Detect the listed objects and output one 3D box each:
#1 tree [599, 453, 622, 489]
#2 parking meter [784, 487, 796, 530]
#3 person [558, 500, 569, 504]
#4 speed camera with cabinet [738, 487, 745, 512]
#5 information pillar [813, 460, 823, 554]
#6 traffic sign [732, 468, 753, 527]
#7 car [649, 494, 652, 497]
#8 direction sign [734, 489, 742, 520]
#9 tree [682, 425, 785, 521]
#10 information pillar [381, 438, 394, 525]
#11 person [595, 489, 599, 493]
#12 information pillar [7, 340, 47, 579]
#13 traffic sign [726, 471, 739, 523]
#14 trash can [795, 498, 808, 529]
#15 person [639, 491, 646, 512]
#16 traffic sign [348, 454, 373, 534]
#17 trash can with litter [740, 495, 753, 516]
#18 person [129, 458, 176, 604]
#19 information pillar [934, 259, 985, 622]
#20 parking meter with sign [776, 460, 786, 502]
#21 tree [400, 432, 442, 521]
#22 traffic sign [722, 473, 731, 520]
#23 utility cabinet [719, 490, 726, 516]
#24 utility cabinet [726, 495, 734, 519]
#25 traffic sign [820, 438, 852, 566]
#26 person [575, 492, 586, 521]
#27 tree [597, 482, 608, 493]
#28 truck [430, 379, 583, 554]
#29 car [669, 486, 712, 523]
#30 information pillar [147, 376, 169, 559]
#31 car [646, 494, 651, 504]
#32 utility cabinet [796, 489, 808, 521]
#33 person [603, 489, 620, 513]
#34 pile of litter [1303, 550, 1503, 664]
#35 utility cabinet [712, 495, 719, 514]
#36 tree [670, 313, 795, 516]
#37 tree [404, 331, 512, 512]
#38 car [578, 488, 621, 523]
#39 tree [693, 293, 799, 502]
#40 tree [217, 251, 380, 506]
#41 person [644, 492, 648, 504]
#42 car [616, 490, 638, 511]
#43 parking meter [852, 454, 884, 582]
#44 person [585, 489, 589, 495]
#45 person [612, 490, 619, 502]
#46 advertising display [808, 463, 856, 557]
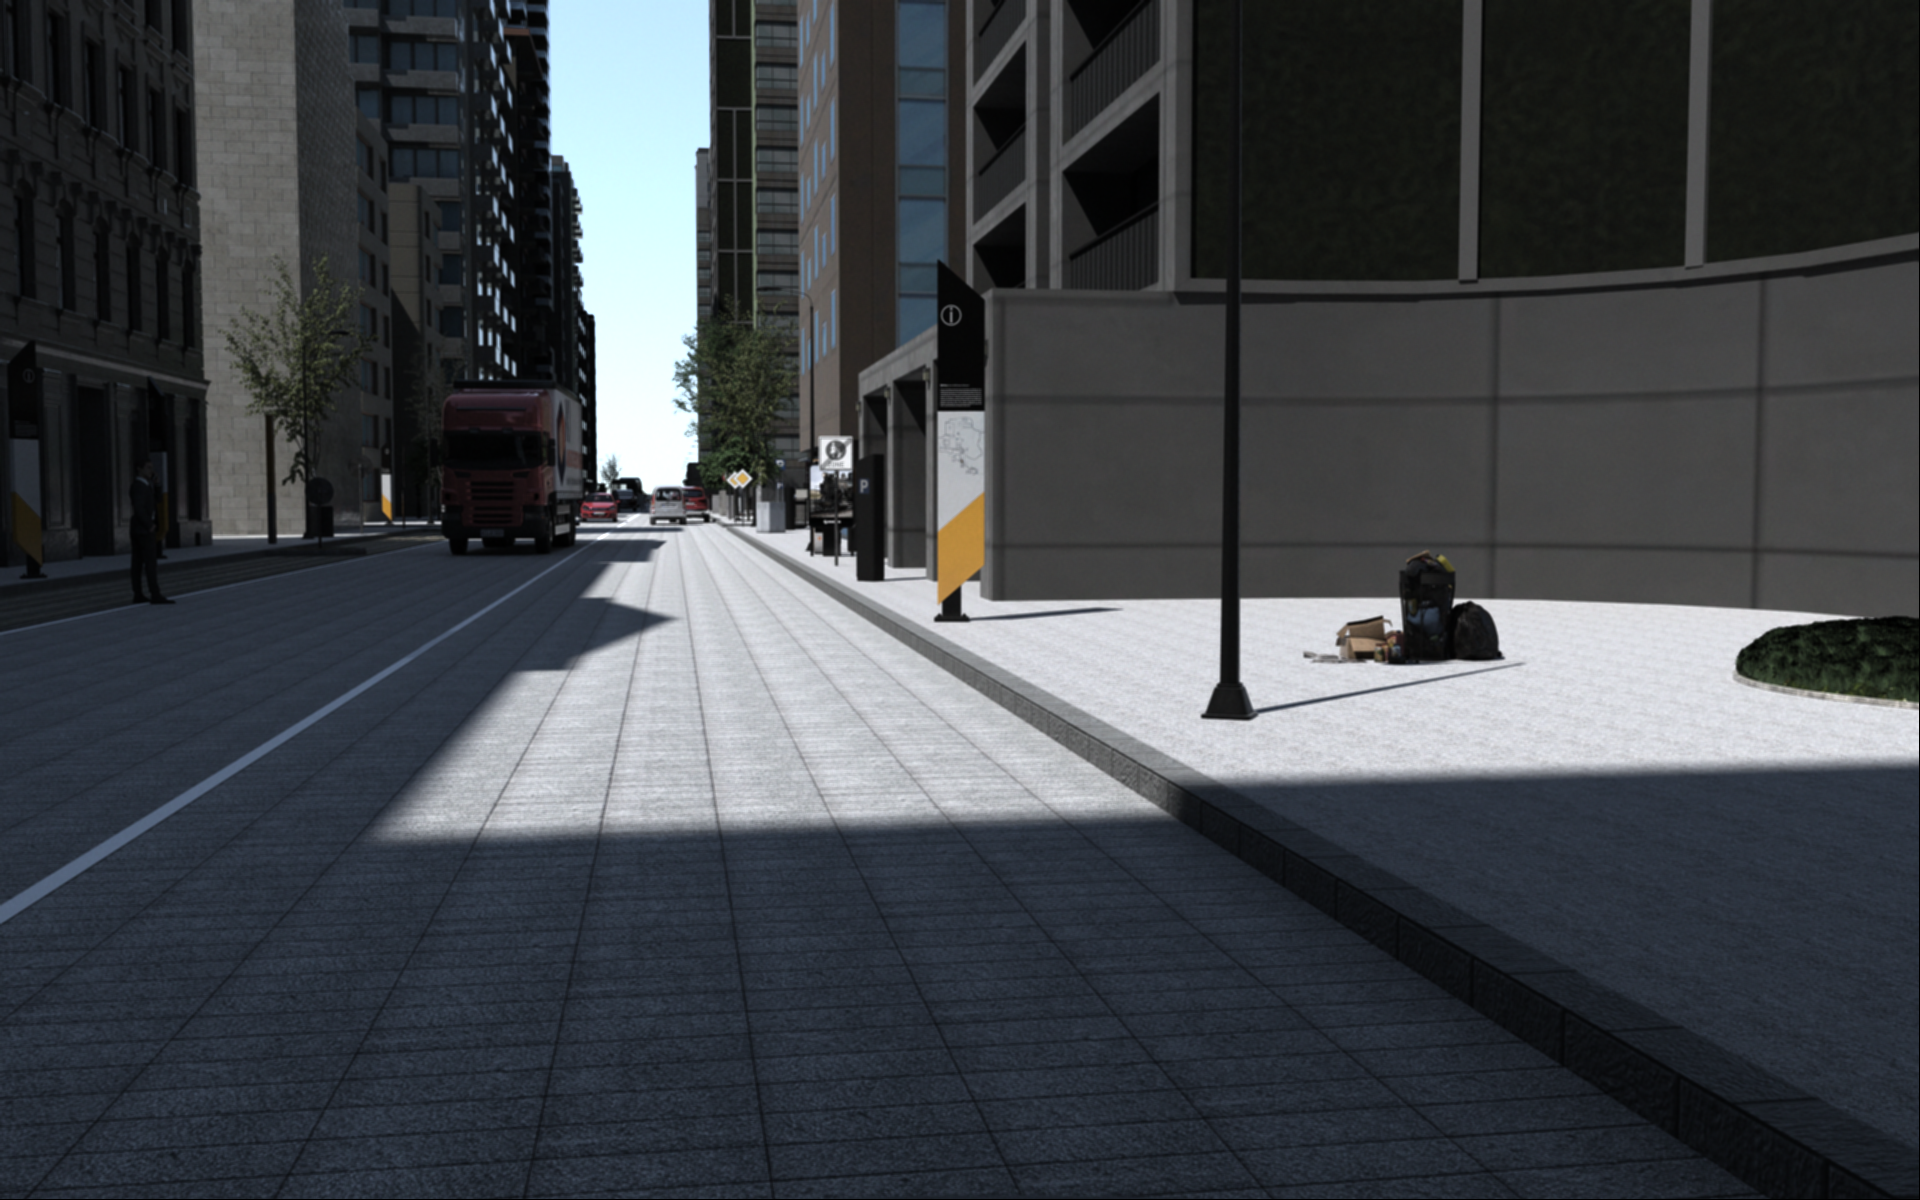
[{"bbox_3d":[-61.096,-21.577,303.143,4.737,8.622,4.395,0,3,0],"label":"tree"},{"bbox_3d":[-6.070,-3.262,61.750,0.372,1.533,0.369,0,3,0],"label":"parking meter"},{"bbox_3d":[-17.856,-4.218,77.633,0.590,1.801,0.661,3,5,42],"label":"person"},{"bbox_3d":[-15.439,-7.766,121.308,0.660,3.252,2.038,0,4,-4],"label":"speed camera with cabinet"},{"bbox_3d":[-2.930,-1.988,37.001,0.304,2.012,0.304,2,4,24],"label":"information pillar"},{"bbox_3d":[-8.508,-3.927,67.848,0.795,2.450,0.064,-1,4,-9],"label":"traffic sign"},{"bbox_3d":[-54.062,-17.757,300.105,2.009,1.686,4.222,0,4,-8],"label":"car"},{"bbox_3d":[-10.945,-5.706,85.290,0.379,3.537,0.876,-2,4,-35],"label":"direction sign"},{"bbox_3d":[-10.116,-6.026,82.239,4.285,4.588,4.351,0,3,0],"label":"tree"},{"bbox_3d":[-24.073,-4.979,72.768,0.504,3.616,0.183,2,4,24],"label":"information pillar"},{"bbox_3d":[-21.753,-5.805,104.248,0.643,1.720,0.563,1,4,14],"label":"person"},{"bbox_3d":[-14.125,-2.130,26.178,0.183,3.616,0.504,1,4,16],"label":"information pillar"},{"bbox_3d":[-9.824,-4.409,75.725,0.795,2.450,0.064,-1,4,-9],"label":"traffic sign"},{"bbox_3d":[-5.996,-3.231,64.485,0.748,1.137,0.748,0,3,0],"label":"trash can"},{"bbox_3d":[-24.781,-7.692,135.269,0.512,1.701,0.522,0,4,-6],"label":"person"},{"bbox_3d":[-19.247,-3.397,55.641,0.768,2.556,0.104,0,4,-8],"label":"traffic sign"},{"bbox_3d":[-12.761,-5.693,104.146,1.678,1.210,2.233,-3,4,-39],"label":"trash can with litter"},{"bbox_3d":[-10.628,-0.908,22.709,0.474,1.900,0.648,-3,4,-38],"label":"person"},{"bbox_3d":[-0.002,-1.589,17.340,0.504,3.616,0.183,0,4,3],"label":"information pillar"},{"bbox_3d":[-9.176,-5.644,88.537,0.543,3.016,1.738,0,4,-5],"label":"parking meter with sign"},{"bbox_3d":[-25.494,-6.159,84.416,4.285,4.588,4.351,0,3,0],"label":"tree"},{"bbox_3d":[-11.424,-5.252,85.981,0.768,2.556,0.104,0,4,-5],"label":"traffic sign"},{"bbox_3d":[-13.981,-5.706,101.964,0.318,1.500,1.173,-1,4,-14],"label":"utility cabinet"},{"bbox_3d":[-12.006,-4.849,90.445,0.306,1.237,1.020,-1,4,-13],"label":"utility cabinet"},{"bbox_3d":[-2.207,-1.758,30.866,0.606,2.300,0.079,0,4,-1],"label":"traffic sign"},{"bbox_3d":[-19.978,-5.083,91.392,0.659,1.850,0.755,-1,4,-19],"label":"person"},{"bbox_3d":[-56.122,-16.985,272.312,1.663,3.219,1.824,0,3,0],"label":"tree"},{"bbox_3d":[-11.463,-3.419,44.810,2.839,4.237,11.283,0,4,-8],"label":"truck"},{"bbox_3d":[-13.762,-4.862,88.173,2.281,1.827,5.304,-1,4,-8],"label":"car"},{"bbox_3d":[-15.851,-2.622,34.228,0.504,3.616,0.183,2,4,35],"label":"information pillar"},{"bbox_3d":[-47.005,-15.069,258.170,2.131,1.459,4.920,-1,4,-11],"label":"car"},{"bbox_3d":[-7.363,-4.481,81.949,0.318,1.500,1.173,-2,4,-32],"label":"utility cabinet"},{"bbox_3d":[-26.612,-7.533,131.883,1.509,1.804,0.699,-2,4,-25],"label":"person"},{"bbox_3d":[3.489,0.023,13.594,1.719,0.858,1.176,0,4,-3],"label":"pile of litter"},{"bbox_3d":[-15.839,-6.303,114.216,1.020,1.237,0.306,0,4,-7],"label":"utility cabinet"},{"bbox_3d":[-13.152,-10.676,100.313,9.928,11.665,9.643,0,3,0],"label":"tree"},{"bbox_3d":[-23.557,-7.891,79.378,4.360,8.622,3.978,0,3,0],"label":"tree"},{"bbox_3d":[-18.395,-4.850,88.344,2.155,1.783,4.494,-1,4,-11],"label":"car"},{"bbox_3d":[-7.442,-6.861,62.541,4.737,8.622,4.395,0,3,0],"label":"tree"},{"bbox_3d":[-19.622,-6.203,51.775,4.737,8.622,4.395,0,3,0],"label":"tree"},{"bbox_3d":[-44.436,-14.385,244.244,0.990,1.755,0.434,1,4,16],"label":"person"},{"bbox_3d":[-28.121,-8.340,145.037,2.281,1.827,5.304,-1,4,-11],"label":"car"},{"bbox_3d":[-1.327,-1.211,25.503,0.399,1.863,0.255,3,5,44],"label":"parking meter"},{"bbox_3d":[-25.193,-6.645,117.330,0.511,1.800,0.466,1,4,18],"label":"person"},{"bbox_3d":[-27.633,-7.938,138.689,0.661,1.777,0.834,-1,4,-14],"label":"person"},{"bbox_3d":[-2.637,-1.859,35.615,0.974,1.923,0.123,1,4,9],"label":"advertising display"}]
